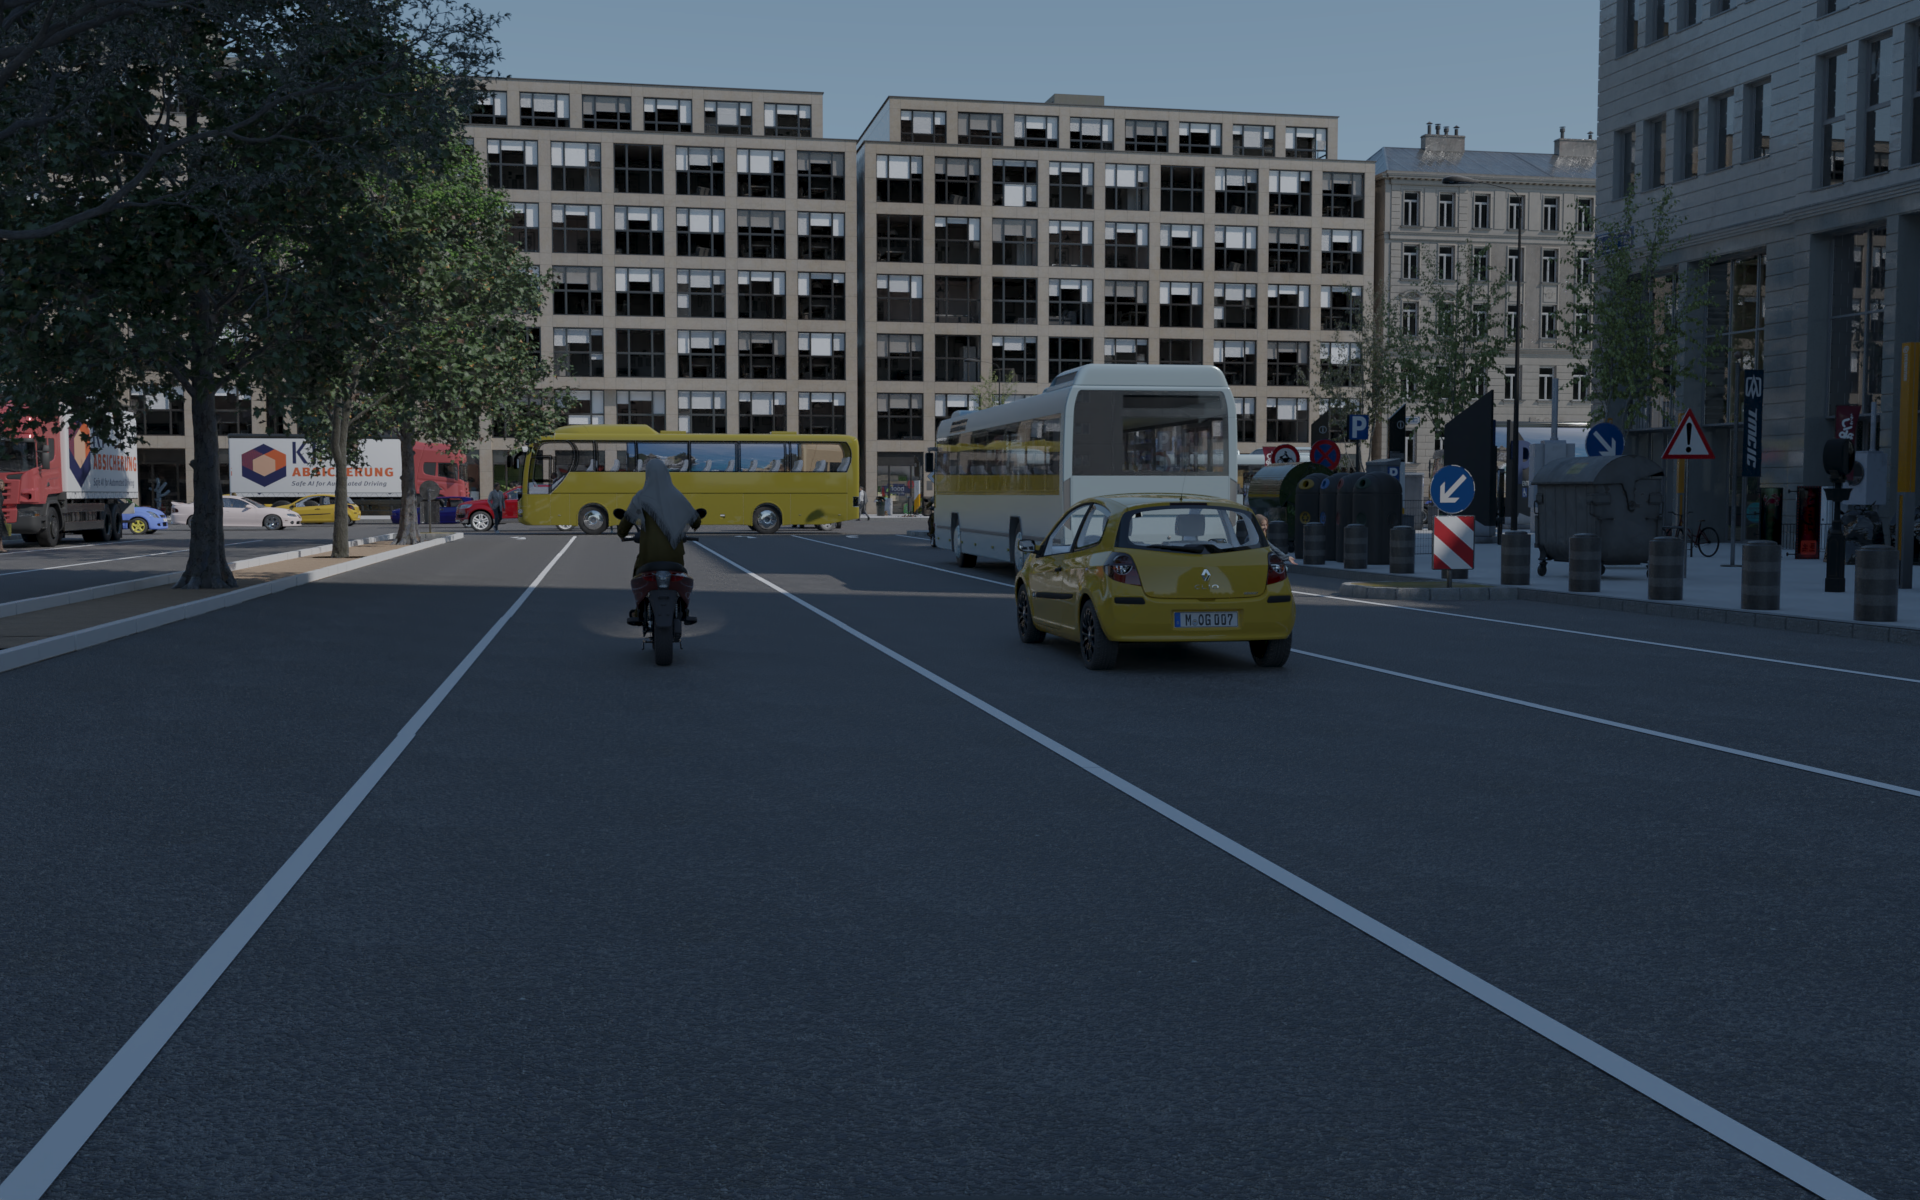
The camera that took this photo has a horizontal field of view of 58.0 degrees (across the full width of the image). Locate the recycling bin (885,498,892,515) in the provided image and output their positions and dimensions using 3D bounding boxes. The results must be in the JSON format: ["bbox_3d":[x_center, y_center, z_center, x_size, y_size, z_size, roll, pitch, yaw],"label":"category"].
[{"bbox_3d":[-4.477,-5.599,104.090,0.722,1.027,0.722,1,4,10],"label":"recycling bin"}]

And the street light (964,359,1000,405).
[{"bbox_3d":[0.826,-5.330,59.684,1.470,5.913,1.316,-1,4,-11],"label":"street light"}]

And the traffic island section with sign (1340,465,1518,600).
[{"bbox_3d":[6.453,-0.960,24.330,1.989,1.847,2.006,-1,4,-11],"label":"traffic island section with sign"}]

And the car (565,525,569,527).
[{"bbox_3d":[-15.162,-3.594,71.350,3.894,1.354,1.945,-1,4,-13],"label":"car"}]

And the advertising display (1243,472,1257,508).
[{"bbox_3d":[8.563,-2.791,50.848,0.123,1.923,0.974,-1,4,-16],"label":"advertising display"}]

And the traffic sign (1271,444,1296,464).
[{"bbox_3d":[8.240,-2.682,43.961,0.768,2.556,0.104,0,4,-5],"label":"traffic sign"}]

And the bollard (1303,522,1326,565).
[{"bbox_3d":[6.453,-1.029,31.539,0.404,0.777,0.398,0,3,0],"label":"bollard"}]

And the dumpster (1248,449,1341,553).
[{"bbox_3d":[7.444,-2.200,38.464,1.502,2.255,1.985,-1,4,-11],"label":"dumpster"}]

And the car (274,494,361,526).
[{"bbox_3d":[-28.780,-4.086,77.032,3.980,1.641,2.015,-1,4,-10],"label":"car"}]

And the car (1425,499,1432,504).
[{"bbox_3d":[27.427,-5.244,95.337,3.694,1.707,1.945,-1,4,-12],"label":"car"}]

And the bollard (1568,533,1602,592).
[{"bbox_3d":[8.218,-0.493,22.773,0.404,0.777,0.398,0,3,0],"label":"bollard"}]

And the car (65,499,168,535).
[{"bbox_3d":[-30.201,-3.179,61.564,3.694,1.707,1.945,-1,4,-12],"label":"car"}]

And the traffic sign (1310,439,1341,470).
[{"bbox_3d":[8.448,-2.453,40.207,0.768,2.556,0.104,-1,4,-10],"label":"traffic sign"}]

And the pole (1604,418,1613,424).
[{"bbox_3d":[17.430,-3.230,46.657,0.158,3.312,0.155,0,3,0],"label":"pole"}]

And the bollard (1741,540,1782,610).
[{"bbox_3d":[8.920,-0.279,19.284,0.404,0.777,0.398,0,3,0],"label":"bollard"}]

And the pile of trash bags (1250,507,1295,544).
[{"bbox_3d":[8.400,-1.961,41.815,3.447,1.369,1.912,2,4,24],"label":"pile of trash bags"}]

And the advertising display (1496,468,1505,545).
[{"bbox_3d":[13.682,-2.364,43.865,0.123,1.923,0.974,1,4,13],"label":"advertising display"}]

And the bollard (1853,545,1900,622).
[{"bbox_3d":[9.276,-0.172,17.529,0.404,0.777,0.398,0,3,0],"label":"bollard"}]

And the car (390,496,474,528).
[{"bbox_3d":[-22.105,-3.726,73.506,3.894,1.354,1.945,-1,4,-11],"label":"car"}]

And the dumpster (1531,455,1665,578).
[{"bbox_3d":[9.712,-1.261,26.373,1.264,1.857,1.865,-1,4,-11],"label":"dumpster"}]

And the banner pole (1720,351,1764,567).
[{"bbox_3d":[13.851,-2.480,30.559,0.863,3.779,0.401,-1,4,-23],"label":"banner pole"}]

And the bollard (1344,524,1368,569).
[{"bbox_3d":[6.806,-0.922,29.792,0.404,0.777,0.398,0,3,0],"label":"bollard"}]

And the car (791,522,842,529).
[{"bbox_3d":[-6.097,-3.921,73.149,2.155,1.783,4.494,-1,4,-11],"label":"car"}]

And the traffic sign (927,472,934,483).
[{"bbox_3d":[-0.749,-3.441,59.896,0.795,2.450,0.064,-1,4,-11],"label":"traffic sign"}]

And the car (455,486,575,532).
[{"bbox_3d":[-16.798,-3.573,67.091,5.304,1.827,2.281,-1,4,-11],"label":"car"}]

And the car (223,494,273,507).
[{"bbox_3d":[-35.070,-4.607,85.543,3.980,1.641,2.015,-1,4,-12],"label":"car"}]

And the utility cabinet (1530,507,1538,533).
[{"bbox_3d":[19.316,-2.819,57.244,0.306,1.237,1.020,-2,4,-24],"label":"utility cabinet"}]

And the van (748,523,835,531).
[{"bbox_3d":[-6.661,-3.722,67.868,4.112,2.044,2.013,-1,4,-13],"label":"van"}]

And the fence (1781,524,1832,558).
[{"bbox_3d":[17.555,-1.206,35.086,2.069,0.683,0.278,0,4,1],"label":"fence"}]

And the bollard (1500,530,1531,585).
[{"bbox_3d":[7.866,-0.599,24.518,0.404,0.777,0.398,0,3,0],"label":"bollard"}]

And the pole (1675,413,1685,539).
[{"bbox_3d":[18.212,-3.053,43.765,0.158,3.312,0.155,0,3,0],"label":"pole"}]

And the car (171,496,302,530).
[{"bbox_3d":[-28.705,-3.449,68.749,4.827,1.381,2.083,-1,4,-13],"label":"car"}]

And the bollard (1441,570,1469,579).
[{"bbox_3d":[7.513,-0.707,26.283,0.404,0.777,0.398,0,3,0],"label":"bollard"}]

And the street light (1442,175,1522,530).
[{"bbox_3d":[7.704,-3.240,25.513,1.470,5.913,1.316,-1,4,-11],"label":"street light"}]

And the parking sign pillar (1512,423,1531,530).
[{"bbox_3d":[20.393,-4.564,63.094,1.447,3.967,1.447,-3,5,-44],"label":"parking sign pillar"}]

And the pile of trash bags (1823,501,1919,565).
[{"bbox_3d":[17.623,-1.329,31.482,3.447,1.369,1.912,2,4,27],"label":"pile of trash bags"}]

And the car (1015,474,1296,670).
[{"bbox_3d":[1.621,-0.331,15.634,2.015,1.641,3.980,-1,4,-10],"label":"car"}]

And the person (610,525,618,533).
[{"bbox_3d":[-12.817,-3.284,63.998,0.589,1.601,0.330,-1,4,-23],"label":"person"}]

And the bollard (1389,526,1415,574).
[{"bbox_3d":[7.160,-0.815,28.038,0.404,0.777,0.398,0,3,0],"label":"bollard"}]

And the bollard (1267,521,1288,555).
[{"bbox_3d":[6.101,-1.136,33.284,0.404,0.777,0.398,0,3,0],"label":"bollard"}]

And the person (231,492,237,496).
[{"bbox_3d":[-32.025,-3.992,76.310,0.480,1.512,0.613,2,4,23],"label":"person"}]

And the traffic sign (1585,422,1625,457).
[{"bbox_3d":[11.457,-1.883,30.891,0.768,2.556,0.104,-1,4,-11],"label":"traffic sign"}]

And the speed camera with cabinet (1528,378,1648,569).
[{"bbox_3d":[10.874,-2.166,29.751,2.038,3.252,0.660,1,4,8],"label":"speed camera with cabinet"}]

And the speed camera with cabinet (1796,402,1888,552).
[{"bbox_3d":[19.263,-2.664,37.892,0.660,3.252,2.038,-1,4,-15],"label":"speed camera with cabinet"}]

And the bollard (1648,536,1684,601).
[{"bbox_3d":[8.572,-0.386,21.029,0.404,0.777,0.398,0,3,0],"label":"bollard"}]

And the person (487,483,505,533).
[{"bbox_3d":[-16.973,-3.363,63.325,0.661,1.843,0.795,-3,5,-44],"label":"person"}]

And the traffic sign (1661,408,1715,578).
[{"bbox_3d":[11.046,-1.611,26.345,0.884,2.594,0.081,-1,4,-9],"label":"traffic sign"}]

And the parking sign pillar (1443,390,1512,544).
[{"bbox_3d":[13.335,-3.474,45.267,1.447,3.967,1.447,3,5,42],"label":"parking sign pillar"}]

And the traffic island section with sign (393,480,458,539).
[{"bbox_3d":[-17.476,-2.980,56.860,2.006,1.907,1.989,-1,4,-11],"label":"traffic island section with sign"}]

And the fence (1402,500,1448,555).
[{"bbox_3d":[9.163,-1.434,34.651,2.264,1.192,0.480,-2,4,-35],"label":"fence"}]

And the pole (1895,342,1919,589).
[{"bbox_3d":[12.794,-1.808,23.399,0.158,3.312,0.155,0,3,0],"label":"pole"}]

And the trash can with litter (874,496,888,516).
[{"bbox_3d":[-4.581,-5.467,100.767,0.624,1.170,1.055,1,4,18],"label":"trash can with litter"}]

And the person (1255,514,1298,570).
[{"bbox_3d":[4.322,-0.619,24.123,0.738,1.151,1.012,3,5,43],"label":"person"}]

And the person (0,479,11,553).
[{"bbox_3d":[-23.314,-1.998,41.377,0.699,1.804,1.509,2,4,24],"label":"person"}]

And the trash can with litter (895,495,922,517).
[{"bbox_3d":[-2.991,-5.228,96.529,1.678,1.210,2.233,1,4,11],"label":"trash can with litter"}]
